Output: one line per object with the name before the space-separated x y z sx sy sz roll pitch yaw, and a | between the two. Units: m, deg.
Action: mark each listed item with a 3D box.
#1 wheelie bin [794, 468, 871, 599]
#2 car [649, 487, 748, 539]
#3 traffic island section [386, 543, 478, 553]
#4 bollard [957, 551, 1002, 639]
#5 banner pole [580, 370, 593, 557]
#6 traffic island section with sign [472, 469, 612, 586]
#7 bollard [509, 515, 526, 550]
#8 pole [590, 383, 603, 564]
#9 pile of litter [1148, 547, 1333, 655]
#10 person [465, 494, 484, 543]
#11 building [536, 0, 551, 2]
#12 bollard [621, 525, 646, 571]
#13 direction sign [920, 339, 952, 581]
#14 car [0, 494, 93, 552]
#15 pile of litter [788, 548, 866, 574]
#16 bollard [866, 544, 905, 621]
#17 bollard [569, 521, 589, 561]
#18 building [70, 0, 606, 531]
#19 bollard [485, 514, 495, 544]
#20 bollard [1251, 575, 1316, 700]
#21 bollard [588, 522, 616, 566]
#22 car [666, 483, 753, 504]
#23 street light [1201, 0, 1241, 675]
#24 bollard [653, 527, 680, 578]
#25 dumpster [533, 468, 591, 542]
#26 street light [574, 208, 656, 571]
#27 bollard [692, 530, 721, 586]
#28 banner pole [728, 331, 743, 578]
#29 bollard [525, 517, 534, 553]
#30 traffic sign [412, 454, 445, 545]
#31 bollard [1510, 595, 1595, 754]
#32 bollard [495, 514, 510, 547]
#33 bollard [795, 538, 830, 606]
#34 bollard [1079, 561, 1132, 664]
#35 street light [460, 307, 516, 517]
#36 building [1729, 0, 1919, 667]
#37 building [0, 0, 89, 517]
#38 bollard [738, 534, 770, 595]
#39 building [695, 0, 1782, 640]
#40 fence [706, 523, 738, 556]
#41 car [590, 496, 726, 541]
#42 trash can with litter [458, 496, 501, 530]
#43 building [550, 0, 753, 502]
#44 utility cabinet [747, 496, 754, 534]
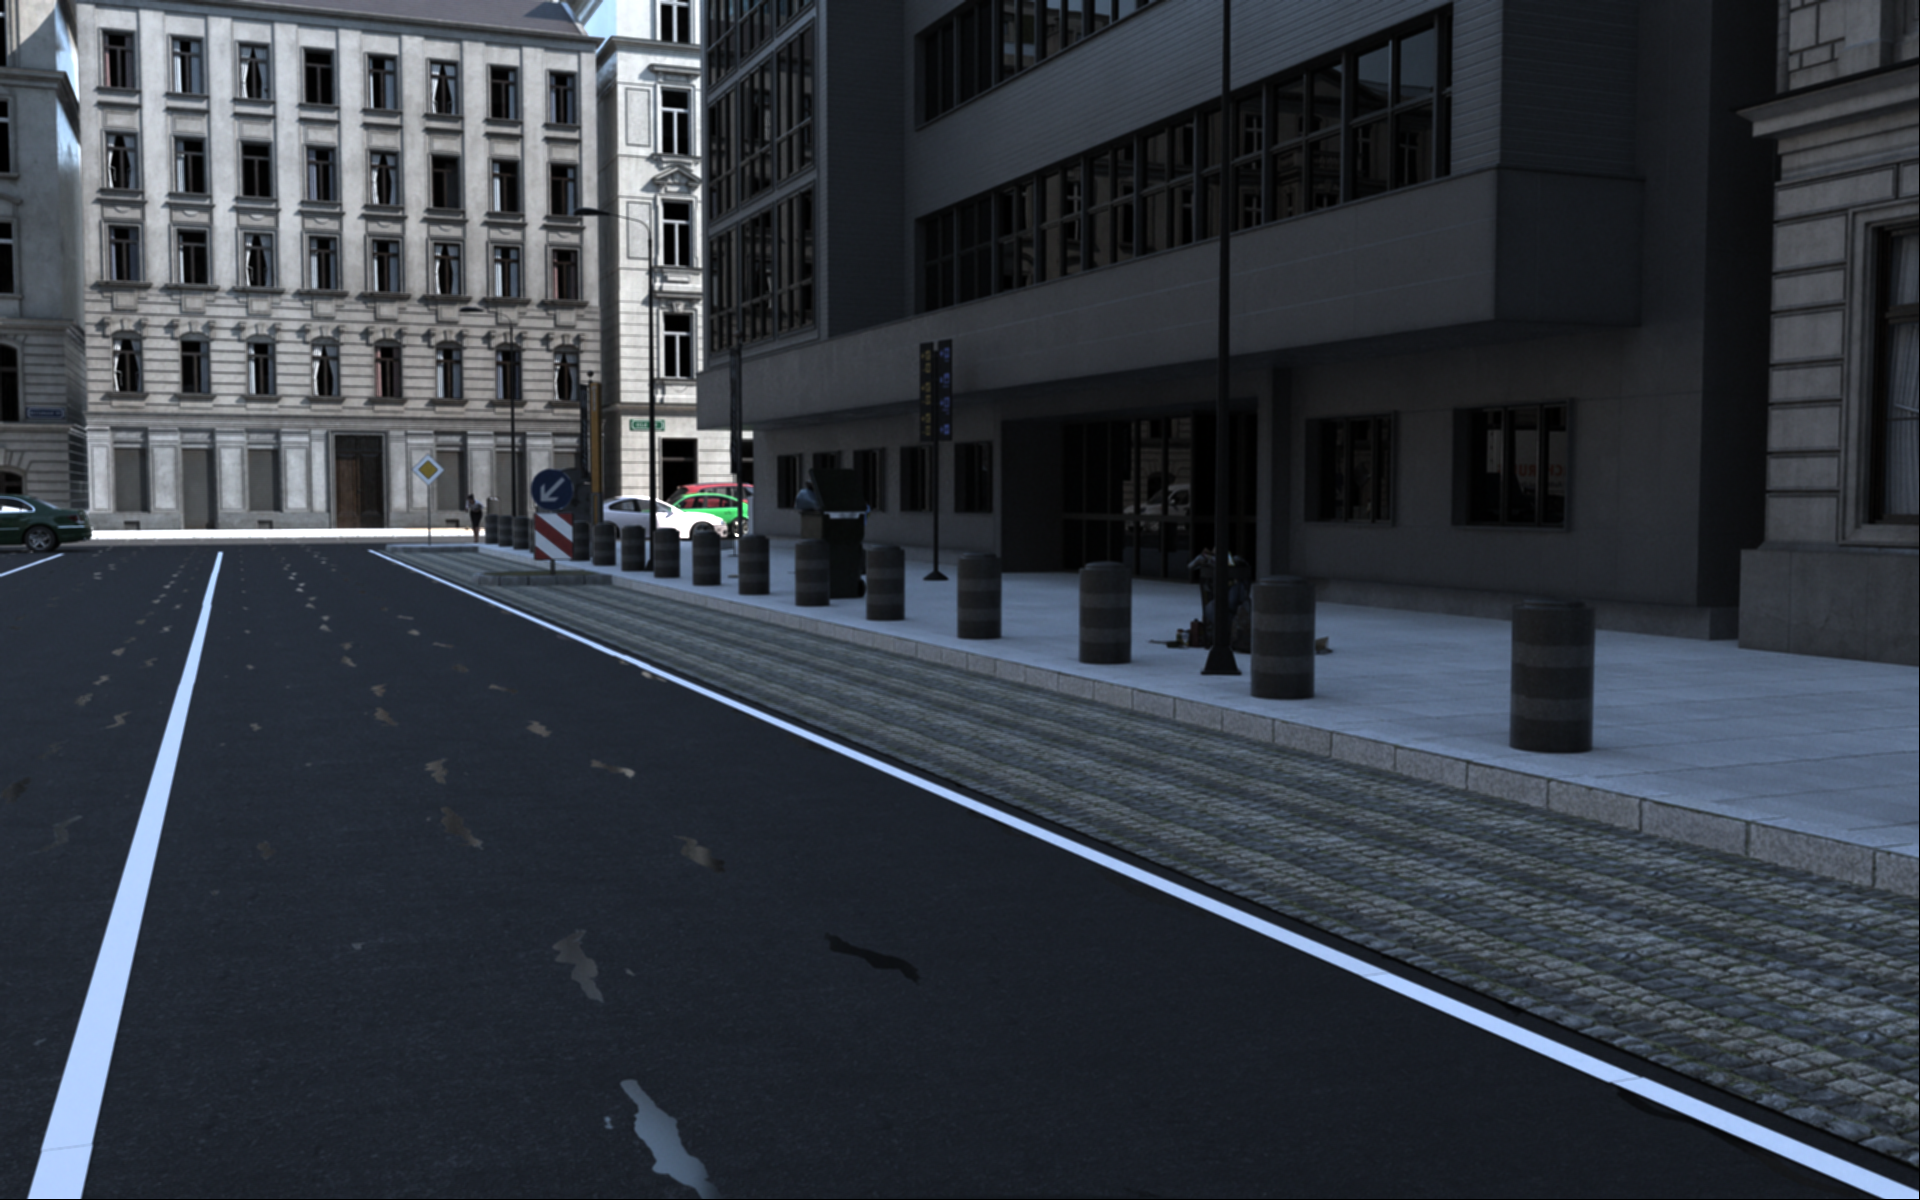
wheelie bin | -1.609 -0.826 21.407 0.980 1.594 0.693 -2 4 -33
car | -8.597 -2.868 55.694 4.718 1.807 1.959 -1 4 -21
traffic island section | -13.243 -1.287 43.317 2.009 0.180 2.903 -1 4 -23
bollard | 0.172 -0.045 15.454 0.404 0.777 0.398 0 3 0
banner pole | -7.514 -2.747 34.936 0.401 3.779 0.863 0 4 7
traffic island section with sign | -6.775 -1.174 27.817 1.989 1.847 2.006 -1 4 -23
bollard | -10.160 -1.557 40.166 0.404 0.777 0.398 0 3 0
pole | -6.680 -2.326 31.871 0.158 3.312 0.155 0 3 0
pile of litter | 2.346 -0.032 14.495 1.176 0.858 1.719 -2 4 -26
person | -13.950 -2.321 49.630 0.628 1.438 0.799 -2 4 -30
building | -40.403 -27.929 140.239 14.154 41.232 14.086 -1 4 -23
bollard | -5.456 -0.869 28.920 0.404 0.777 0.398 0 3 0
direction sign | -0.360 -2.065 25.763 0.379 3.537 0.876 -2 4 -32
car | -24.200 -1.898 42.830 4.920 1.459 2.131 -1 4 -22
pile of litter | -1.920 -0.861 28.041 1.719 0.858 1.176 2 4 29
bollard | -0.762 -0.182 17.694 0.404 0.777 0.398 0 3 0
bollard | -7.337 -1.144 33.414 0.404 0.777 0.398 0 3 0
building | -23.710 -13.323 66.975 18.267 20.994 9.793 -1 4 -23
bollard | -12.047 -1.832 44.671 0.404 0.777 0.398 0 3 0
bollard | 2.048 0.229 10.974 0.404 0.777 0.398 0 3 0
bollard | -6.398 -1.006 31.165 0.404 0.777 0.398 0 3 0
car | -7.361 -3.053 58.587 5.304 1.827 2.281 -2 4 -24
street light | 1.366 -2.415 12.025 1.470 5.913 1.316 -1 4 -23
bollard | -4.514 -0.731 26.666 0.404 0.777 0.398 0 3 0
dumpster | -8.908 -2.049 39.265 1.264 1.857 1.865 -1 4 -23
street light | -5.603 -3.420 28.451 1.470 5.913 1.316 -1 4 -23
bollard | -3.574 -0.594 24.421 0.404 0.777 0.398 0 3 0
banner pole | -3.407 -2.225 26.389 0.401 3.779 0.863 0 4 5
bollard | -9.222 -1.419 37.919 0.404 0.777 0.398 0 3 0
traffic sign | -13.262 -2.421 43.232 0.795 2.450 0.064 -1 4 -23
bollard | 2.987 0.366 8.736 0.404 0.777 0.398 0 3 0
bollard | -11.100 -1.694 42.413 0.404 0.777 0.398 0 3 0
bollard | -1.700 -0.319 19.933 0.404 0.777 0.398 0 3 0
bollard | 1.108 0.092 13.214 0.404 0.777 0.398 0 3 0
street light | -11.750 -4.332 43.364 1.470 5.913 1.316 -1 4 -23
building | 14.307 -8.724 7.269 10.561 19.102 19.286 -1 4 -23
building | -49.113 -14.671 58.954 34.723 24.649 14.460 -1 4 -23
bollard | -2.638 -0.456 22.177 0.404 0.777 0.398 0 3 0
building | 5.727 -12.914 30.209 14.314 24.678 30.058 -1 4 -23
fence | -4.788 -1.181 34.689 0.278 0.683 2.069 1 4 8
car | -9.199 -2.344 50.681 4.827 1.381 2.083 -2 4 -23
trash can with litter | -17.077 -3.112 61.943 2.233 1.210 1.678 -3 5 -45
building | 3.496 -18.720 82.491 44.131 29.872 17.030 -1 4 -23
utility cabinet | -5.133 -2.129 45.974 1.020 1.237 0.306 -3 5 -40
